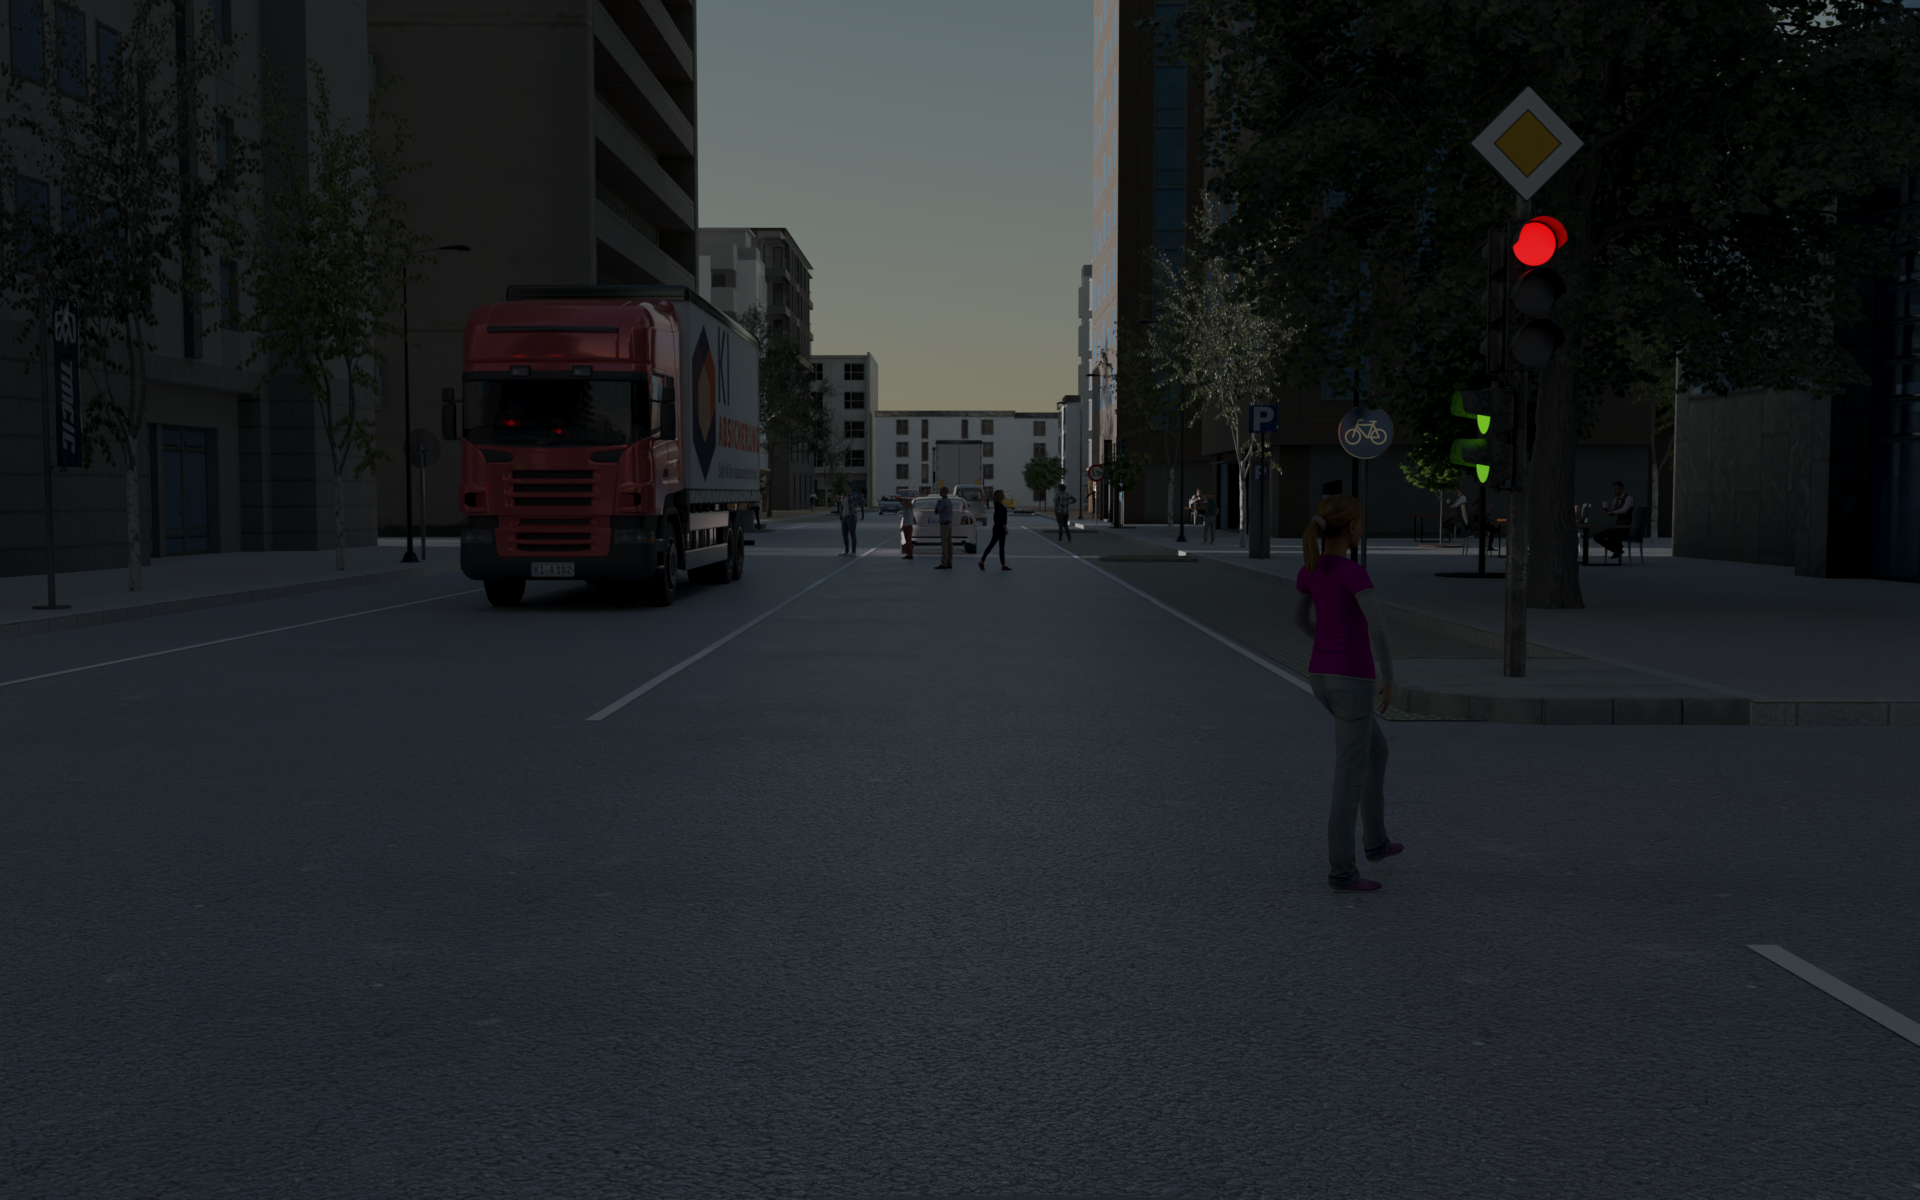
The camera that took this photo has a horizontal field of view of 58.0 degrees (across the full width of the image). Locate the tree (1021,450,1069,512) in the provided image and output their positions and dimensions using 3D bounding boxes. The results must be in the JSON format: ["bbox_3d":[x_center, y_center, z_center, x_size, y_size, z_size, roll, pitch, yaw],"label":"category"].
[{"bbox_3d":[6.256,-8.736,126.539,4.285,4.588,4.351,0,3,0],"label":"tree"}]

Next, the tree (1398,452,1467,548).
[{"bbox_3d":[11.629,-2.883,41.738,1.663,3.219,1.824,0,3,0],"label":"tree"}]

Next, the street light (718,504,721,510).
[{"bbox_3d":[-9.784,-6.221,74.255,1.470,5.913,1.316,0,4,0],"label":"street light"}]

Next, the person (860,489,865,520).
[{"bbox_3d":[-5.416,-5.227,94.686,0.721,1.735,1.217,0,4,-3],"label":"person"}]

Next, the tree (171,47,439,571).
[{"bbox_3d":[-10.497,-4.786,28.607,4.737,8.622,4.395,0,3,0],"label":"tree"}]

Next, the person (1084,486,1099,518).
[{"bbox_3d":[7.211,-5.212,92.080,1.217,1.723,0.721,0,4,6],"label":"person"}]

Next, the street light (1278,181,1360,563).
[{"bbox_3d":[5.378,-3.261,25.854,1.470,5.913,1.316,0,4,0],"label":"street light"}]

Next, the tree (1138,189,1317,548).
[{"bbox_3d":[6.598,-5.553,41.155,4.360,8.622,3.978,0,3,0],"label":"tree"}]

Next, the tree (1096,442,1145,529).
[{"bbox_3d":[6.151,-4.281,64.596,1.663,3.219,1.824,0,3,0],"label":"tree"}]

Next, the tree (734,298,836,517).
[{"bbox_3d":[-10.254,-9.018,81.855,7.601,10.594,8.767,-1,4,-14],"label":"tree"}]

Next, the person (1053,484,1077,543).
[{"bbox_3d":[2.985,-2.503,50.143,0.841,1.734,0.376,-2,4,-29],"label":"person"}]

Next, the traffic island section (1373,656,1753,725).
[{"bbox_3d":[3.925,0.617,12.192,2.009,0.180,2.903,0,4,0],"label":"traffic island section"}]

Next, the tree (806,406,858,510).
[{"bbox_3d":[-10.628,-11.627,140.458,4.360,8.622,3.978,0,3,0],"label":"tree"}]

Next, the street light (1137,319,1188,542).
[{"bbox_3d":[5.397,-4.504,46.189,1.470,5.913,1.316,0,4,0],"label":"street light"}]

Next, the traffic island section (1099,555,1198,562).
[{"bbox_3d":[3.996,-0.871,37.107,1.991,0.108,1.994,0,4,0],"label":"traffic island section"}]

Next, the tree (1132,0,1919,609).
[{"bbox_3d":[6.798,-6.886,19.245,9.857,13.997,8.962,0,3,0],"label":"tree"}]

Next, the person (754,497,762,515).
[{"bbox_3d":[-12.555,-6.080,105.414,1.348,1.831,0.705,3,5,42],"label":"person"}]

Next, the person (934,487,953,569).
[{"bbox_3d":[-0.311,-1.383,33.180,0.319,1.574,0.516,2,4,27],"label":"person"}]

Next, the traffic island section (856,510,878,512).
[{"bbox_3d":[-7.781,-7.301,142.233,1.991,0.108,1.994,0,4,0],"label":"traffic island section"}]

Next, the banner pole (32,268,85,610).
[{"bbox_3d":[-10.138,-1.804,19.512,0.401,3.779,0.863,0,4,7],"label":"banner pole"}]

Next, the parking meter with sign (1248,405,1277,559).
[{"bbox_3d":[6.036,-2.353,34.728,0.543,3.016,1.738,0,4,8],"label":"parking meter with sign"}]

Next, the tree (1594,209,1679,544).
[{"bbox_3d":[18.028,-5.735,44.129,4.737,8.622,4.395,0,3,0],"label":"tree"}]

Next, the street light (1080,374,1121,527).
[{"bbox_3d":[5.542,-5.770,66.885,1.470,5.913,1.316,0,4,0],"label":"street light"}]

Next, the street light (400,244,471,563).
[{"bbox_3d":[-9.779,-3.657,32.326,1.470,5.913,1.316,0,4,0],"label":"street light"}]

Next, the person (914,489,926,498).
[{"bbox_3d":[-2.085,-5.010,91.349,0.756,1.711,0.436,0,4,-4],"label":"person"}]

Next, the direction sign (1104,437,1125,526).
[{"bbox_3d":[6.416,-4.892,71.983,0.876,3.537,0.379,0,4,6],"label":"direction sign"}]

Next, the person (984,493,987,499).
[{"bbox_3d":[1.050,-4.448,83.430,0.499,1.552,0.429,3,5,42],"label":"person"}]

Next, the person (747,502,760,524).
[{"bbox_3d":[-8.146,-3.504,68.011,0.590,1.554,0.614,2,4,29],"label":"person"}]

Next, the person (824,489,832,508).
[{"bbox_3d":[-12.333,-9.512,162.358,0.721,1.735,1.217,2,4,30],"label":"person"}]

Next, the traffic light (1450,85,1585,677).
[{"bbox_3d":[3.885,-1.416,12.078,0.839,4.253,0.868,0,4,0],"label":"traffic light"}]

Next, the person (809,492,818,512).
[{"bbox_3d":[-10.559,-7.080,124.987,0.628,1.438,0.799,0,4,-6],"label":"person"}]

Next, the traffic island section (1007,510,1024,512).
[{"bbox_3d":[4.275,-7.233,141.128,1.991,0.108,1.994,0,4,0],"label":"traffic island section"}]

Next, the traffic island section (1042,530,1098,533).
[{"bbox_3d":[4.059,-2.527,64.182,1.991,0.108,1.994,0,4,0],"label":"traffic island section"}]

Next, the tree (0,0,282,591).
[{"bbox_3d":[-11.130,-4.416,22.559,4.360,8.622,3.978,0,3,0],"label":"tree"}]

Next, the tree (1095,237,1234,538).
[{"bbox_3d":[6.054,-6.101,50.106,4.737,8.622,4.395,0,3,0],"label":"tree"}]

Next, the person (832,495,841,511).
[{"bbox_3d":[-8.445,-6.697,118.707,0.721,1.736,1.217,1,4,22],"label":"person"}]

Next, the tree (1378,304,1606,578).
[{"bbox_3d":[8.097,-2.646,26.974,4.285,4.588,4.351,0,3,0],"label":"tree"}]

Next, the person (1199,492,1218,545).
[{"bbox_3d":[6.296,-2.073,43.848,0.340,1.345,0.435,3,5,42],"label":"person"}]

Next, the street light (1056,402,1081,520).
[{"bbox_3d":[5.551,-7.014,87.221,1.470,5.913,1.316,0,4,0],"label":"street light"}]
